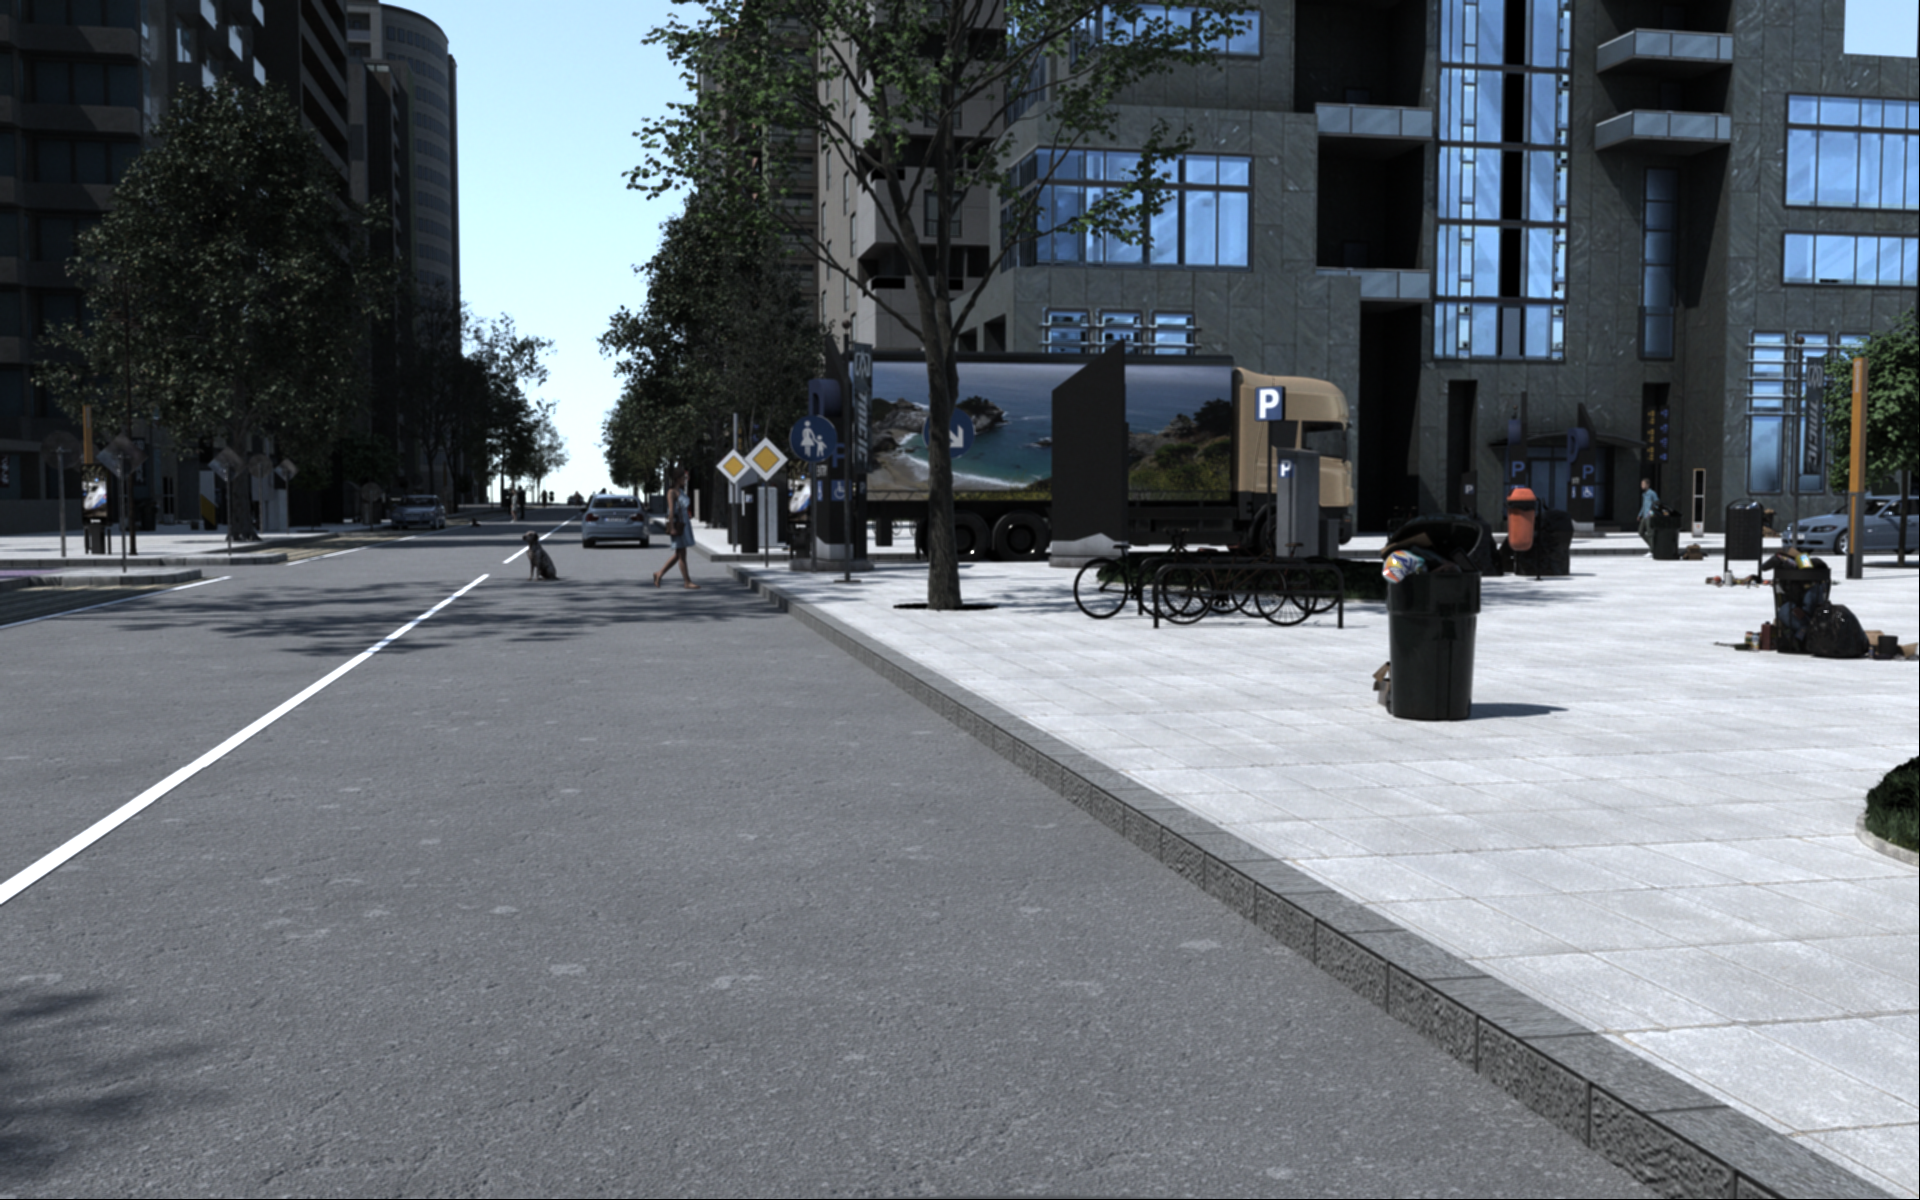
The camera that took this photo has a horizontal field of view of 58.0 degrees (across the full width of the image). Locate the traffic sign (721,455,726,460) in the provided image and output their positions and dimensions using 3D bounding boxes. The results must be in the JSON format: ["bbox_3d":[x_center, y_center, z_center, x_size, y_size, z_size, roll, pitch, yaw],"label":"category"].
[{"bbox_3d":[-7.208,-3.342,54.753,0.768,2.556,0.104,0,4,-7],"label":"traffic sign"}]

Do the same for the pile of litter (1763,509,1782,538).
[{"bbox_3d":[23.777,-2.291,51.428,1.176,0.858,1.719,-1,4,-9],"label":"pile of litter"}]

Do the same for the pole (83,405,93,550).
[{"bbox_3d":[-20.006,-2.810,39.795,0.158,3.312,0.155,0,3,0],"label":"pole"}]

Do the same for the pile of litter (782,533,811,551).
[{"bbox_3d":[-3.417,-1.548,39.276,1.176,0.858,1.719,-1,4,-15],"label":"pile of litter"}]

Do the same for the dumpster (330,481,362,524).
[{"bbox_3d":[-27.027,-4.298,76.027,1.264,1.857,1.865,-1,4,-12],"label":"dumpster"}]

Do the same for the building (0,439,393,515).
[{"bbox_3d":[-62.652,-27.217,136.879,32.217,40.220,23.993,-1,4,-11],"label":"building"}]

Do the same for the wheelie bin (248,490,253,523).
[{"bbox_3d":[-30.479,-4.019,73.611,0.980,1.594,0.693,3,4,37],"label":"wheelie bin"}]

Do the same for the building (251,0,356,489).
[{"bbox_3d":[-53.280,-30.067,115.302,21.300,48.544,21.600,-1,4,-11],"label":"building"}]

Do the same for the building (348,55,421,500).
[{"bbox_3d":[-57.341,-28.976,157.356,14.154,41.232,14.086,-1,4,-11],"label":"building"}]

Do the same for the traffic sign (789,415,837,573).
[{"bbox_3d":[-2.359,-1.702,27.933,0.768,2.556,0.104,0,4,-3],"label":"traffic sign"}]

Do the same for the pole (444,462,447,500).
[{"bbox_3d":[-32.262,-7.016,108.562,0.158,3.312,0.155,0,3,0],"label":"pole"}]

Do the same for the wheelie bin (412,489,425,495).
[{"bbox_3d":[-33.763,-6.118,107.937,0.980,1.594,0.693,0,4,5],"label":"wheelie bin"}]

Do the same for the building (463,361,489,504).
[{"bbox_3d":[-80.031,-24.000,237.439,27.650,21.520,28.899,-1,4,-11],"label":"building"}]

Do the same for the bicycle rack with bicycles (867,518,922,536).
[{"bbox_3d":[-1.602,-2.451,53.463,2.852,0.926,2.925,1,4,23],"label":"bicycle rack with bicycles"}]

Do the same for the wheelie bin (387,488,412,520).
[{"bbox_3d":[-27.884,-4.765,85.810,0.980,1.594,0.693,0,4,-3],"label":"wheelie bin"}]

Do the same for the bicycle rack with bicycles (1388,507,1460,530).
[{"bbox_3d":[12.787,-2.077,47.345,2.925,0.926,2.852,-2,4,-32],"label":"bicycle rack with bicycles"}]

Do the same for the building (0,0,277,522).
[{"bbox_3d":[-49.072,-28.715,89.096,23.786,49.044,30.456,-1,4,-11],"label":"building"}]

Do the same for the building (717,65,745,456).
[{"bbox_3d":[-16.819,-32.008,173.438,14.600,45.320,14.200,-1,4,-11],"label":"building"}]

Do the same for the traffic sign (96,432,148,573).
[{"bbox_3d":[-13.624,-1.501,28.192,0.795,2.450,0.064,-1,4,-11],"label":"traffic sign"}]

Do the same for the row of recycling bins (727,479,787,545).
[{"bbox_3d":[-5.333,-2.358,45.674,1.069,1.692,3.534,1,4,10],"label":"row of recycling bins"}]

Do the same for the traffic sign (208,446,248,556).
[{"bbox_3d":[-15.209,-1.980,36.019,0.795,2.450,0.064,-1,4,-11],"label":"traffic sign"}]

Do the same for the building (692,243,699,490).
[{"bbox_3d":[-31.785,-34.527,248.117,14.154,41.232,14.086,-1,4,-11],"label":"building"}]

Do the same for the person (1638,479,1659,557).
[{"bbox_3d":[15.745,-1.877,39.525,0.444,1.785,0.601,0,4,2],"label":"person"}]

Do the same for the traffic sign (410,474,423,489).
[{"bbox_3d":[-34.014,-6.626,108.444,0.768,2.556,0.104,0,4,-5],"label":"traffic sign"}]

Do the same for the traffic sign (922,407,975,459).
[{"bbox_3d":[-0.166,-1.538,25.255,0.768,2.556,0.104,0,4,-3],"label":"traffic sign"}]

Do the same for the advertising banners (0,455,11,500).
[{"bbox_3d":[-40.912,-4.692,72.906,0.090,3.025,2.074,2,4,31],"label":"advertising banners"}]

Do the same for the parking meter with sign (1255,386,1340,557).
[{"bbox_3d":[5.652,-1.990,28.798,1.738,3.016,0.543,-3,5,-43],"label":"parking meter with sign"}]

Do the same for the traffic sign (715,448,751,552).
[{"bbox_3d":[-4.968,-2.105,38.064,0.795,2.450,0.064,-1,4,-11],"label":"traffic sign"}]

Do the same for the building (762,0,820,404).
[{"bbox_3d":[-7.996,-27.360,130.925,14.154,41.232,14.086,-1,4,-11],"label":"building"}]

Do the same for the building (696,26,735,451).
[{"bbox_3d":[-23.714,-41.915,227.310,21.231,58.520,28.212,-1,4,-11],"label":"building"}]

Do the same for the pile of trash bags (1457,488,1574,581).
[{"bbox_3d":[8.618,-1.062,27.110,1.912,1.369,3.447,1,4,10],"label":"pile of trash bags"}]

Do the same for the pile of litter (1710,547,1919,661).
[{"bbox_3d":[6.979,-0.008,14.092,1.176,0.858,1.719,-1,4,-10],"label":"pile of litter"}]

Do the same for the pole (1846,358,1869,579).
[{"bbox_3d":[13.482,-1.968,26.016,0.158,3.312,0.155,0,3,0],"label":"pole"}]

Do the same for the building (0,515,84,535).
[{"bbox_3d":[-46.470,-22.135,53.784,32.217,40.220,23.993,-1,4,-11],"label":"building"}]

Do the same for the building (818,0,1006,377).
[{"bbox_3d":[6.767,-31.179,99.010,28.713,52.752,27.495,-1,4,-11],"label":"building"}]

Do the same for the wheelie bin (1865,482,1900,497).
[{"bbox_3d":[24.076,-2.282,45.220,0.980,1.594,0.693,1,4,16],"label":"wheelie bin"}]

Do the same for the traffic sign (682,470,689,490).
[{"bbox_3d":[-14.365,-5.467,89.490,0.768,2.556,0.104,-1,4,-8],"label":"traffic sign"}]

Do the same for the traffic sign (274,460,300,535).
[{"bbox_3d":[-21.301,-3.281,54.836,0.795,2.450,0.064,-1,4,-10],"label":"traffic sign"}]

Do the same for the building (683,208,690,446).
[{"bbox_3d":[-34.665,-37.484,262.967,14.600,45.320,14.200,-1,4,-11],"label":"building"}]

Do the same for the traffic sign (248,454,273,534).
[{"bbox_3d":[-22.196,-3.355,54.961,0.768,2.556,0.104,0,4,-7],"label":"traffic sign"}]

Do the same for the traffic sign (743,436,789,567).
[{"bbox_3d":[-3.383,-1.627,30.237,0.795,2.450,0.064,-1,4,-11],"label":"traffic sign"}]

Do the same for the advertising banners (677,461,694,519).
[{"bbox_3d":[-13.858,-5.654,88.632,0.090,3.025,2.074,2,4,26],"label":"advertising banners"}]

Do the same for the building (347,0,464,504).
[{"bbox_3d":[-72.171,-40.750,208.269,21.231,58.520,28.212,-1,4,-11],"label":"building"}]

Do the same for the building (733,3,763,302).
[{"bbox_3d":[-8.489,-30.494,153.207,22.147,44.769,28.867,-1,4,-11],"label":"building"}]

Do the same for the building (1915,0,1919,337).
[{"bbox_3d":[45.603,-23.172,62.449,14.086,41.232,14.154,-1,4,-11],"label":"building"}]

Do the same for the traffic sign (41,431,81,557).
[{"bbox_3d":[-18.201,-2.140,35.092,0.768,2.556,0.104,-1,4,-9],"label":"traffic sign"}]

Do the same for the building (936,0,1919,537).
[{"bbox_3d":[14.502,-45.755,60.774,31.000,86.520,22.319,-1,4,-11],"label":"building"}]

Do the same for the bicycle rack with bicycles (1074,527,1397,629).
[{"bbox_3d":[2.614,-0.254,17.539,2.925,0.926,2.852,0,4,2],"label":"bicycle rack with bicycles"}]

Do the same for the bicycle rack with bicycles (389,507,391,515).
[{"bbox_3d":[-32.145,-5.452,102.527,2.925,0.926,2.852,-2,4,-31],"label":"bicycle rack with bicycles"}]

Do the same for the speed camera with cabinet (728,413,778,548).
[{"bbox_3d":[-5.007,-2.904,41.816,0.660,3.252,2.038,-2,4,-26],"label":"speed camera with cabinet"}]

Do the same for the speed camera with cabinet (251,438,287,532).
[{"bbox_3d":[-23.721,-3.982,59.448,0.660,3.252,2.038,0,4,-4],"label":"speed camera with cabinet"}]

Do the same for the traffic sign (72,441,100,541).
[{"bbox_3d":[-20.858,-2.518,41.280,0.768,2.556,0.104,0,4,-6],"label":"traffic sign"}]

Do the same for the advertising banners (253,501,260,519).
[{"bbox_3d":[-35.048,-5.547,86.882,0.090,3.025,2.074,-3,5,-43],"label":"advertising banners"}]

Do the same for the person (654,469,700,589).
[{"bbox_3d":[-4.296,-1.073,26.130,0.778,1.811,0.616,1,4,15],"label":"person"}]

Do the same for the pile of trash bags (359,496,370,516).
[{"bbox_3d":[-34.764,-5.569,100.803,1.912,1.369,3.447,-2,4,-30],"label":"pile of trash bags"}]
